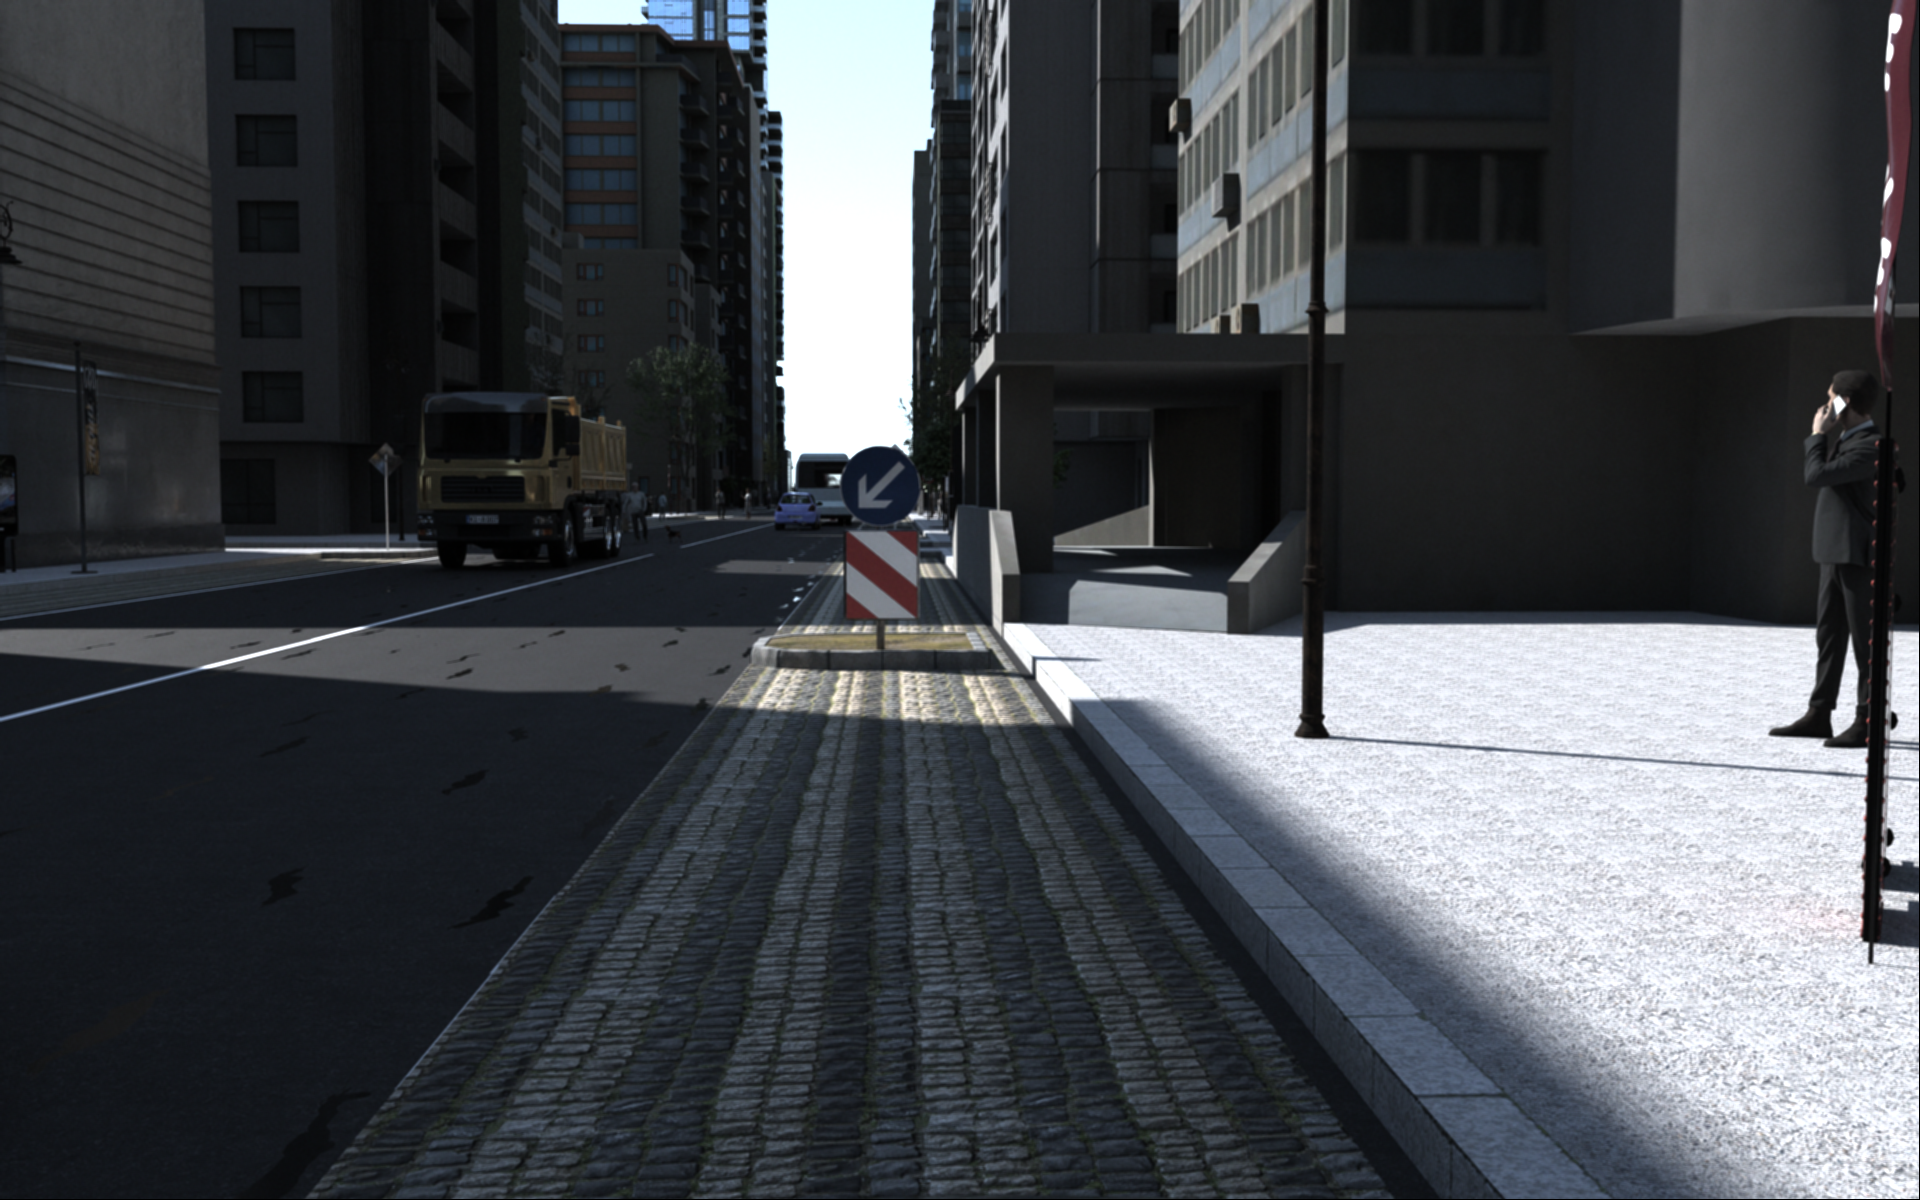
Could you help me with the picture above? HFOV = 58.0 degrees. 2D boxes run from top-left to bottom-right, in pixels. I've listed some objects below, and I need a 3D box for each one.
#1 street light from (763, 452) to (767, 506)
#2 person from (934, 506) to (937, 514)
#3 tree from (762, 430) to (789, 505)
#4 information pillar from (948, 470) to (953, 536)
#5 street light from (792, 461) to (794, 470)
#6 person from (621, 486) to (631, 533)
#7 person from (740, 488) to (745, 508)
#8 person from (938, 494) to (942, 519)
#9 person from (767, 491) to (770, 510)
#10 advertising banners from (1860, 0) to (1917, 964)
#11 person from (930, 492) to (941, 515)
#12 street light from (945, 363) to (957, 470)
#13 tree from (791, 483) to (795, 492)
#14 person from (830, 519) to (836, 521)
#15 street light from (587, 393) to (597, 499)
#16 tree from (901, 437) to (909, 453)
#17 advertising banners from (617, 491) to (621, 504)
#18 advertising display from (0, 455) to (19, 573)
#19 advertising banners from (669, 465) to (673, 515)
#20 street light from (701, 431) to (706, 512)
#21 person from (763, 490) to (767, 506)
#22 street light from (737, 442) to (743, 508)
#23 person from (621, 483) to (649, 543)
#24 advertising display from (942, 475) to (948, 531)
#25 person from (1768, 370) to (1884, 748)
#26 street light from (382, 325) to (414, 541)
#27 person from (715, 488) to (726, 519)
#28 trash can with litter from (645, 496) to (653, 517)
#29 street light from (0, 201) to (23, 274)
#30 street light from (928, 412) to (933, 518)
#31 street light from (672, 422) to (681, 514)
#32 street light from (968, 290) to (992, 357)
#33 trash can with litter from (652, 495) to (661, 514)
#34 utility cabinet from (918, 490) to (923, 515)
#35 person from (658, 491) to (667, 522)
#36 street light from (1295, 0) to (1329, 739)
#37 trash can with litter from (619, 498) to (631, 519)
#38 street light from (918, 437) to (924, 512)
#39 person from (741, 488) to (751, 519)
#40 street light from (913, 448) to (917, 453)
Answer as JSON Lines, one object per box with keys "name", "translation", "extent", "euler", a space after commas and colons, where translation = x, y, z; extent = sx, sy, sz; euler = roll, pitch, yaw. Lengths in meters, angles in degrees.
{"name": "street light", "translation": [-20.815, -12.976, 184.947], "extent": [0.468, 5.910, 1.993], "euler": [0, 4, -2]}
{"name": "person", "translation": [-1.612, -6.452, 111.544], "extent": [0.388, 1.821, 0.555], "euler": [-3, 5, -44]}
{"name": "tree", "translation": [-21.779, -15.186, 198.657], "extent": [4.737, 8.622, 4.395], "euler": [0, 3, 0]}
{"name": "information pillar", "translation": [-0.165, -2.995, 53.455], "extent": [0.304, 2.012, 0.304], "euler": [2, 4, 26]}
{"name": "street light", "translation": [-22.955, -16.228, 238.117], "extent": [0.468, 5.910, 1.993], "euler": [0, 4, -2]}
{"name": "person", "translation": [-12.324, -3.376, 64.272], "extent": [0.480, 1.755, 0.524], "euler": [3, 4, 36]}
{"name": "person", "translation": [-19.688, -9.206, 156.575], "extent": [0.705, 1.823, 1.348], "euler": [0, 4, 8]}
{"name": "person", "translation": [-0.900, -4.757, 88.090], "extent": [0.475, 1.303, 0.640], "euler": [1, 4, 20]}
{"name": "person", "translation": [-17.293, -8.968, 156.066], "extent": [0.436, 1.711, 0.756], "euler": [0, 4, -2]}
{"name": "advertising banners", "translation": [2.733, -0.545, 5.092], "extent": [0.090, 3.025, 2.074], "euler": [2, 4, 29]}
{"name": "person", "translation": [-1.513, -6.183, 107.229], "extent": [0.679, 1.850, 0.850], "euler": [-1, 4, -21]}
{"name": "street light", "translation": [-0.292, -5.419, 61.392], "extent": [0.468, 5.910, 1.993], "euler": [0, 4, -2]}
{"name": "tree", "translation": [-23.664, -15.564, 249.070], "extent": [1.663, 3.219, 1.824], "euler": [0, 3, 0]}
{"name": "person", "translation": [-6.933, -5.206, 93.622], "extent": [0.388, 1.821, 0.555], "euler": [0, 4, 8]}
{"name": "street light", "translation": [-16.583, -6.438, 78.043], "extent": [0.468, 5.910, 1.993], "euler": [0, 4, -2]}
{"name": "tree", "translation": [-6.321, -16.236, 215.814], "extent": [4.360, 8.622, 3.978], "euler": [0, 3, 0]}
{"name": "advertising banners", "translation": [-17.653, -5.730, 89.878], "extent": [0.090, 3.025, 2.074], "euler": [0, 4, -5]}
{"name": "advertising display", "translation": [-15.673, -1.397, 28.058], "extent": [0.123, 1.923, 0.974], "euler": [1, 4, 13]}
{"name": "advertising banners", "translation": [-17.681, -6.701, 105.742], "extent": [0.090, 3.025, 2.074], "euler": [0, 4, -4]}
{"name": "street light", "translation": [-18.366, -9.253, 124.079], "extent": [0.468, 5.910, 1.993], "euler": [0, 4, -2]}
{"name": "person", "translation": [-21.028, -11.028, 187.152], "extent": [0.445, 1.727, 0.742], "euler": [1, 4, 13]}
{"name": "street light", "translation": [-19.673, -11.118, 154.574], "extent": [0.468, 5.910, 1.993], "euler": [0, 4, -2]}
{"name": "person", "translation": [-9.503, -2.541, 50.539], "extent": [0.782, 1.767, 0.515], "euler": [0, 4, -2]}
{"name": "advertising display", "translation": [-0.247, -3.354, 60.053], "extent": [0.123, 1.923, 0.974], "euler": [3, 5, 42]}
{"name": "person", "translation": [4.478, -0.210, 8.842], "extent": [0.474, 1.900, 0.648], "euler": [1, 4, 12]}
{"name": "street light", "translation": [-15.364, -4.569, 47.497], "extent": [0.468, 5.910, 1.993], "euler": [0, 4, -2]}
{"name": "person", "translation": [-13.557, -5.474, 98.182], "extent": [0.592, 1.802, 0.473], "euler": [-1, 4, -18]}
{"name": "trash can with litter", "translation": [-17.969, -5.323, 98.420], "extent": [1.055, 1.170, 0.624], "euler": [0, 4, 7]}
{"name": "street light", "translation": [-14.495, -3.239, 25.748], "extent": [0.468, 5.910, 1.993], "euler": [0, 4, -2]}
{"name": "street light", "translation": [-1.523, -7.291, 91.990], "extent": [0.468, 5.910, 1.993], "euler": [0, 4, -2]}
{"name": "street light", "translation": [-17.819, -8.340, 109.141], "extent": [0.468, 5.910, 1.993], "euler": [0, 4, -2]}
{"name": "street light", "translation": [0.447, -4.077, 39.447], "extent": [0.468, 5.910, 1.993], "euler": [0, 4, -2]}
{"name": "trash can with litter", "translation": [-20.058, -6.299, 114.044], "extent": [1.678, 1.210, 2.233], "euler": [-1, 4, -16]}
{"name": "utility cabinet", "translation": [-2.395, -5.857, 104.446], "extent": [0.318, 1.500, 1.173], "euler": [0, 4, -4]}
{"name": "person", "translation": [-15.399, -4.865, 89.856], "extent": [0.589, 1.601, 0.330], "euler": [3, 5, 44]}
{"name": "street light", "translation": [1.863, -2.214, 8.992], "extent": [0.468, 5.910, 1.993], "euler": [0, 4, -2]}
{"name": "trash can with litter", "translation": [-16.580, -4.541, 85.637], "extent": [0.624, 1.170, 1.055], "euler": [0, 4, -3]}
{"name": "street light", "translation": [-2.639, -9.164, 122.626], "extent": [0.468, 5.910, 1.993], "euler": [0, 4, -2]}
{"name": "person", "translation": [-12.047, -5.424, 97.759], "extent": [0.524, 1.755, 0.480], "euler": [-3, 4, -38]}
{"name": "street light", "translation": [-3.284, -10.014, 136.516], "extent": [0.468, 5.910, 1.993], "euler": [0, 4, -2]}
